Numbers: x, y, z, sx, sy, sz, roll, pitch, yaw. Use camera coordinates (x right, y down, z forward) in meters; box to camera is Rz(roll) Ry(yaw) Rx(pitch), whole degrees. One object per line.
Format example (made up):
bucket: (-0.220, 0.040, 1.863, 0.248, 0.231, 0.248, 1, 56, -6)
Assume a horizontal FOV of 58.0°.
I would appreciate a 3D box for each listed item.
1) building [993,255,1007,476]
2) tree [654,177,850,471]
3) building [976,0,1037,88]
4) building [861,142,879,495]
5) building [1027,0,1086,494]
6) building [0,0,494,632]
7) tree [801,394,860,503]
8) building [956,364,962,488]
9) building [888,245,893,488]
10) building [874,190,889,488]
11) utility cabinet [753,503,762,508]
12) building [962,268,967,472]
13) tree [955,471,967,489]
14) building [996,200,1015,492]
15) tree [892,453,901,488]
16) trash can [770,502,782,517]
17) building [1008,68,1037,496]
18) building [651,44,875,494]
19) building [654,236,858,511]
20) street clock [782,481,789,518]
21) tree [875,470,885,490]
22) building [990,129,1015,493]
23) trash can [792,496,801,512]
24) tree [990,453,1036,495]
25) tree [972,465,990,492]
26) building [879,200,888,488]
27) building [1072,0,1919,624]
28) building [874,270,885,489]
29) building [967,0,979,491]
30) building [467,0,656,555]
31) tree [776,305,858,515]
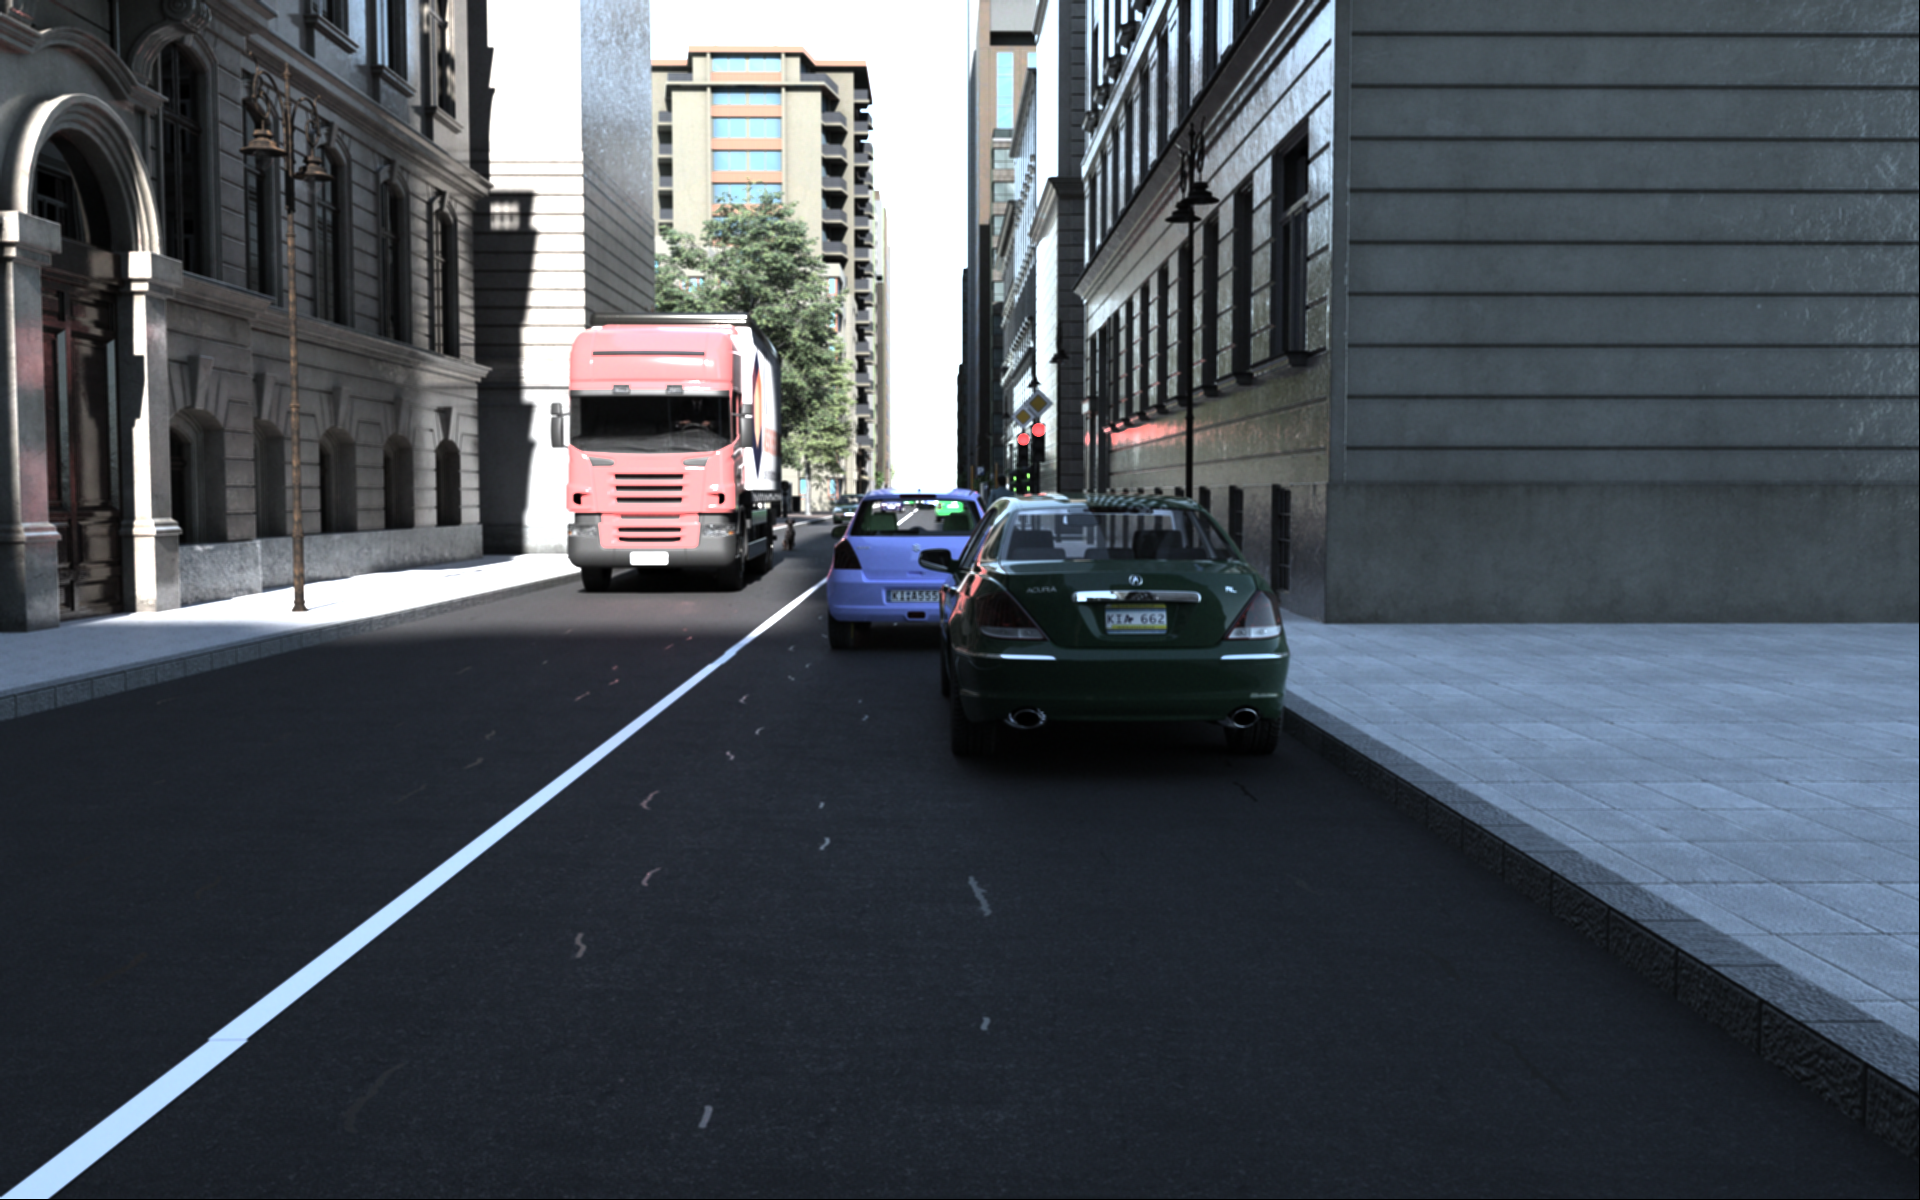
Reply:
building: (8.413, -17.279, 118.675, 11.583, 22.565, 21.152, 0, 4, -1)
tree: (-9.111, -10.085, 71.542, 9.857, 13.997, 8.962, 0, 3, 0)
building: (8.438, -30.824, 154.088, 14.600, 45.320, 14.200, 0, 4, -1)
building: (-16.859, -31.299, 195.335, 14.154, 41.232, 14.086, 0, 4, -1)
building: (15.043, -16.062, 59.877, 25.104, 27.353, 12.463, 0, 4, -1)
building: (-14.455, -12.096, 16.862, 14.460, 24.649, 34.723, 0, 4, -1)
tree: (-8.660, -10.325, 119.182, 4.360, 8.622, 3.978, 0, 3, 0)
building: (13.472, -24.403, 244.021, 27.650, 21.520, 28.899, 0, 4, -1)
building: (-18.041, -36.277, 276.717, 14.154, 41.232, 14.086, 0, 4, -1)
building: (-17.826, -37.431, 262.103, 14.600, 45.320, 14.200, 0, 4, -1)
utility cabinet: (-8.316, -3.612, 67.728, 1.173, 1.500, 0.318, -1, 4, -9)
building: (7.200, -27.518, 221.619, 14.160, 30.474, 14.107, 0, 4, -1)
tree: (0.947, -14.005, 212.687, 4.285, 4.588, 4.351, 0, 3, 0)
building: (7.621, -14.310, 98.588, 10.561, 19.102, 19.286, 0, 4, -1)
tree: (-11.601, -20.720, 289.140, 4.737, 8.622, 4.395, 0, 3, 0)
trash can: (-10.213, -5.164, 96.082, 0.748, 1.137, 0.748, 0, 3, 0)
building: (7.484, -14.106, 79.786, 9.793, 20.994, 18.267, 0, 4, -1)
building: (-19.815, -31.665, 172.349, 22.147, 44.769, 28.867, 0, 4, -1)
building: (-23.001, -18.292, 144.107, 27.650, 21.520, 28.899, 0, 4, -1)
street clock: (-9.548, -5.493, 94.384, 0.471, 2.002, 0.358, 1, 4, 21)
tree: (-10.578, -13.645, 206.816, 4.285, 4.588, 4.351, 0, 3, 0)
building: (9.415, -22.533, 140.108, 14.160, 30.474, 14.107, 0, 4, -1)
trash can: (-11.559, -6.770, 122.346, 0.748, 1.137, 0.748, 0, 3, 0)
tree: (2.417, -4.544, 68.894, 1.663, 3.219, 1.824, 0, 3, 0)
tree: (1.527, -7.385, 115.342, 1.663, 3.219, 1.824, 0, 3, 0)
building: (-17.473, -33.660, 233.940, 14.154, 41.232, 14.086, 0, 4, -1)
building: (10.675, -12.075, 30.714, 16.112, 22.955, 30.059, 0, 4, -1)
building: (-16.816, -27.401, 219.701, 14.160, 30.474, 14.107, 0, 4, -1)
building: (11.195, -38.788, 176.190, 21.231, 58.520, 28.212, 0, 4, -1)
building: (-16.785, -11.705, 40.529, 18.267, 20.994, 9.793, 0, 4, -1)
tree: (-9.471, -11.376, 104.121, 7.486, 12.596, 7.792, 0, 3, 0)
